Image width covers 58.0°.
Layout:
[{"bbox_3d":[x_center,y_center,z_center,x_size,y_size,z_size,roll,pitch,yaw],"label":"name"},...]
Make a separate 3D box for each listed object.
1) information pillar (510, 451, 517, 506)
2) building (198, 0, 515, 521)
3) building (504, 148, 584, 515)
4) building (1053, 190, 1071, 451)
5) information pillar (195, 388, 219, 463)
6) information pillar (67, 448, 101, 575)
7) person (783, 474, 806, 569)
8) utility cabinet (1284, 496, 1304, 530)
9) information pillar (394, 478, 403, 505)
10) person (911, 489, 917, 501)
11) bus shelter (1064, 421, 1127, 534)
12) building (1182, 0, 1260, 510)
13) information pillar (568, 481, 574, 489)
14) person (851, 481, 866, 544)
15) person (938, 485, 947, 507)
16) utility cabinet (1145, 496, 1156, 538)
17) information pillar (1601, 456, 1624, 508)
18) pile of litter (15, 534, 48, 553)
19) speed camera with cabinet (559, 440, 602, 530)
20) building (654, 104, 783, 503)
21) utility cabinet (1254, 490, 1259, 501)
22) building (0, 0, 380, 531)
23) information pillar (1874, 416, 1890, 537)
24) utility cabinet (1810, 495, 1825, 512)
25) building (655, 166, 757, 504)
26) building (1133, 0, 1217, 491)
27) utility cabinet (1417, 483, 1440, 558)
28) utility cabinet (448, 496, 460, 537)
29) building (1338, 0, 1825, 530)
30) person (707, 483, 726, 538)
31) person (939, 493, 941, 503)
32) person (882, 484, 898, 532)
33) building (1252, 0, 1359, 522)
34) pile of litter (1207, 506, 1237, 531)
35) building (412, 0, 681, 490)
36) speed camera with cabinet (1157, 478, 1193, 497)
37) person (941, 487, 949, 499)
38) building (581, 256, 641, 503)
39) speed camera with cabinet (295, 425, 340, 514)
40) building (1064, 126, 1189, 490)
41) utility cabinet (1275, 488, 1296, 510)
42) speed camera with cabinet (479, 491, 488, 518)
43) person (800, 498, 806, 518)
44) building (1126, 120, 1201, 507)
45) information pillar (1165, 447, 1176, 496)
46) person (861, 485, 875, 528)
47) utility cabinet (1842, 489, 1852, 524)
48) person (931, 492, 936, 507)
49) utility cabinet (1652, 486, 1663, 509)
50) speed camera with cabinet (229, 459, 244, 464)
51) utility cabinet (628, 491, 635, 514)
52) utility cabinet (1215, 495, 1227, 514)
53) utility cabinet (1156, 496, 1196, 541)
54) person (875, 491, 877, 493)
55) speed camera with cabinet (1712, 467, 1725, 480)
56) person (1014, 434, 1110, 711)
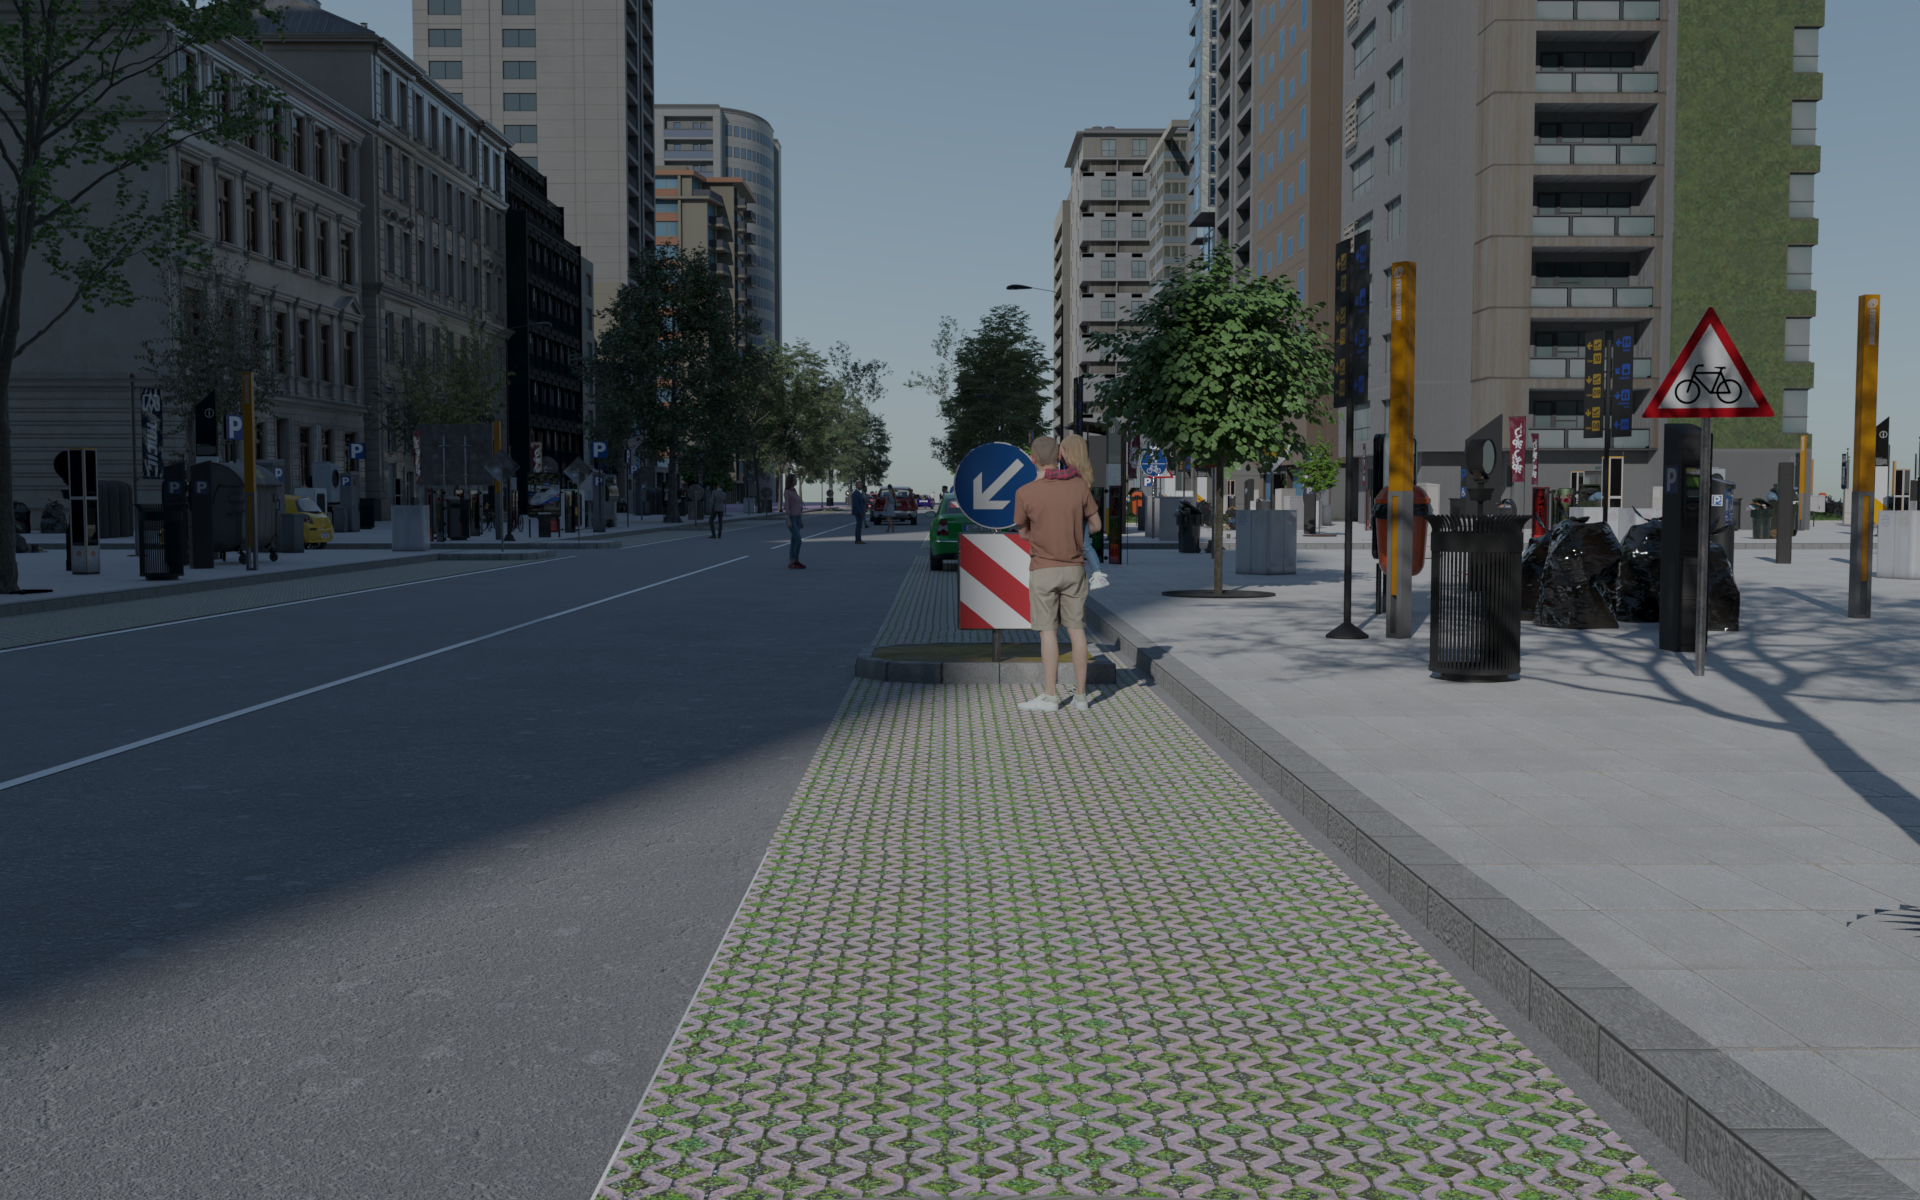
[{"bbox_3d":[-22.336,-5.802,86.219,0.504,3.616,0.183,-1,4,-13],"label":"information pillar"},{"bbox_3d":[-33.002,-18.082,92.910,12.463,27.353,25.104,0,4,0],"label":"building"},{"bbox_3d":[-32.565,-17.357,113.465,12.332,23.373,15.834,0,4,0],"label":"building"},{"bbox_3d":[25.853,-39.518,269.813,21.300,48.544,21.600,0,4,0],"label":"building"},{"bbox_3d":[-16.620,-2.871,38.296,0.504,3.616,0.183,0,4,2],"label":"information pillar"},{"bbox_3d":[-13.969,-1.415,27.627,0.304,2.012,0.304,1,4,14],"label":"information pillar"},{"bbox_3d":[-3.170,-1.499,33.022,0.388,1.821,0.555,1,4,11],"label":"person"},{"bbox_3d":[11.928,-3.093,61.733,0.306,1.237,1.020,3,5,44],"label":"utility cabinet"},{"bbox_3d":[-25.831,-4.599,79.687,0.304,2.012,0.304,-1,4,-10],"label":"information pillar"},{"bbox_3d":[-3.346,-6.826,120.374,0.678,1.792,0.850,-1,4,-13],"label":"person"},{"bbox_3d":[4.511,-4.088,58.114,1.731,3.624,6.357,0,4,0],"label":"bus shelter"},{"bbox_3d":[25.937,-41.096,110.180,20.563,71.187,20.611,0,4,0],"label":"building"},{"bbox_3d":[-21.819,-5.669,97.176,0.304,2.012,0.304,0,4,-3],"label":"information pillar"},{"bbox_3d":[-2.923,-2.521,49.906,0.419,1.800,0.721,0,4,-5],"label":"person"},{"bbox_3d":[-0.579,-3.893,72.420,0.850,1.792,0.678,-1,4,-9],"label":"person"},{"bbox_3d":[5.947,-2.442,51.082,1.020,1.237,0.306,3,5,42],"label":"utility cabinet"},{"bbox_3d":[12.779,-1.803,33.964,0.304,2.012,0.304,0,4,-6],"label":"information pillar"},{"bbox_3d":[-20.938,-1.462,37.875,1.719,0.858,1.176,0,4,8],"label":"pile of litter"},{"bbox_3d":[-13.662,-4.149,62.168,0.660,3.252,2.038,2,4,25],"label":"speed camera with cabinet"},{"bbox_3d":[-38.744,-44.035,261.963,21.231,58.520,28.212,0,4,0],"label":"building"},{"bbox_3d":[14.303,-4.655,84.793,0.318,1.500,1.173,0,4,-6],"label":"utility cabinet"},{"bbox_3d":[-32.545,-14.298,69.925,11.583,22.565,21.152,0,4,0],"label":"building"},{"bbox_3d":[27.644,-3.714,52.071,0.504,3.616,0.183,2,4,33],"label":"information pillar"},{"bbox_3d":[46.963,-5.138,95.170,1.020,1.237,0.306,0,4,-2],"label":"utility cabinet"},{"bbox_3d":[-39.147,-35.392,233.275,22.147,44.769,28.867,0,4,0],"label":"building"},{"bbox_3d":[27.248,-50.708,141.739,22.319,86.520,31.000,0,4,0],"label":"building"},{"bbox_3d":[9.221,-1.593,34.727,0.318,1.500,1.173,-1,4,-11],"label":"utility cabinet"},{"bbox_3d":[-15.095,-2.480,51.717,0.306,1.237,1.020,-1,4,-14],"label":"utility cabinet"},{"bbox_3d":[23.357,-23.473,67.373,14.086,41.232,14.154,0,4,0],"label":"building"},{"bbox_3d":[-7.875,-2.900,56.094,0.592,1.802,0.473,-1,4,-21],"label":"person"},{"bbox_3d":[-2.981,-15.572,264.578,0.415,1.643,0.593,1,4,18],"label":"person"},{"bbox_3d":[-2.574,-3.435,64.763,0.616,1.811,0.778,-2,4,-29],"label":"person"},{"bbox_3d":[22.783,-26.635,85.589,14.600,45.320,14.200,0,4,0],"label":"building"},{"bbox_3d":[9.355,-2.891,61.236,1.719,0.858,1.176,-3,4,-36],"label":"pile of litter"},{"bbox_3d":[-36.837,-44.093,159.174,20.563,71.187,20.611,0,4,0],"label":"building"},{"bbox_3d":[10.748,-5.696,87.464,2.038,3.252,0.660,0,4,5],"label":"speed camera with cabinet"},{"bbox_3d":[-0.673,-4.633,84.210,0.622,1.834,0.822,2,4,34],"label":"person"},{"bbox_3d":[-41.314,-17.793,135.950,27.650,21.520,28.899,0,4,0],"label":"building"},{"bbox_3d":[-18.181,-3.344,49.017,0.660,3.252,2.038,0,4,0],"label":"speed camera with cabinet"},{"bbox_3d":[29.882,-40.111,245.045,28.713,52.752,27.495,0,4,0],"label":"building"},{"bbox_3d":[12.955,-3.691,69.028,0.318,1.500,1.173,3,4,38],"label":"utility cabinet"},{"bbox_3d":[-24.515,-5.888,90.612,0.660,3.252,2.038,2,4,32],"label":"speed camera with cabinet"},{"bbox_3d":[-9.515,-5.523,103.810,0.505,1.210,0.382,-2,4,-26],"label":"person"},{"bbox_3d":[31.715,-29.344,171.661,32.217,40.220,23.993,0,4,0],"label":"building"},{"bbox_3d":[9.506,-5.307,78.122,0.504,3.616,0.183,2,4,25],"label":"information pillar"},{"bbox_3d":[-4.044,-3.923,72.918,0.850,1.792,0.678,3,5,40],"label":"person"},{"bbox_3d":[37.955,-3.942,73.128,1.173,1.500,0.318,1,4,14],"label":"utility cabinet"},{"bbox_3d":[-2.985,-11.386,195.601,0.436,1.711,0.756,-1,4,-12],"label":"person"},{"bbox_3d":[20.276,-2.475,49.137,1.173,1.500,0.318,1,4,23],"label":"utility cabinet"},{"bbox_3d":[-19.327,-3.183,46.386,0.660,3.252,2.038,-2,4,-30],"label":"speed camera with cabinet"},{"bbox_3d":[-20.866,-6.316,111.953,1.173,1.500,0.318,0,4,7],"label":"utility cabinet"},{"bbox_3d":[14.149,-4.966,92.358,1.020,1.237,0.306,2,4,29],"label":"utility cabinet"},{"bbox_3d":[5.983,-2.229,47.601,1.020,1.237,0.306,3,5,39],"label":"utility cabinet"},{"bbox_3d":[-9.947,-12.083,206.066,0.705,1.823,1.348,2,4,35],"label":"person"},{"bbox_3d":[47.127,-6.922,107.506,2.038,3.252,0.660,-1,4,-18],"label":"speed camera with cabinet"},{"bbox_3d":[0.687,-0.185,11.505,0.573,1.828,0.580,2,4,31],"label":"person"}]
